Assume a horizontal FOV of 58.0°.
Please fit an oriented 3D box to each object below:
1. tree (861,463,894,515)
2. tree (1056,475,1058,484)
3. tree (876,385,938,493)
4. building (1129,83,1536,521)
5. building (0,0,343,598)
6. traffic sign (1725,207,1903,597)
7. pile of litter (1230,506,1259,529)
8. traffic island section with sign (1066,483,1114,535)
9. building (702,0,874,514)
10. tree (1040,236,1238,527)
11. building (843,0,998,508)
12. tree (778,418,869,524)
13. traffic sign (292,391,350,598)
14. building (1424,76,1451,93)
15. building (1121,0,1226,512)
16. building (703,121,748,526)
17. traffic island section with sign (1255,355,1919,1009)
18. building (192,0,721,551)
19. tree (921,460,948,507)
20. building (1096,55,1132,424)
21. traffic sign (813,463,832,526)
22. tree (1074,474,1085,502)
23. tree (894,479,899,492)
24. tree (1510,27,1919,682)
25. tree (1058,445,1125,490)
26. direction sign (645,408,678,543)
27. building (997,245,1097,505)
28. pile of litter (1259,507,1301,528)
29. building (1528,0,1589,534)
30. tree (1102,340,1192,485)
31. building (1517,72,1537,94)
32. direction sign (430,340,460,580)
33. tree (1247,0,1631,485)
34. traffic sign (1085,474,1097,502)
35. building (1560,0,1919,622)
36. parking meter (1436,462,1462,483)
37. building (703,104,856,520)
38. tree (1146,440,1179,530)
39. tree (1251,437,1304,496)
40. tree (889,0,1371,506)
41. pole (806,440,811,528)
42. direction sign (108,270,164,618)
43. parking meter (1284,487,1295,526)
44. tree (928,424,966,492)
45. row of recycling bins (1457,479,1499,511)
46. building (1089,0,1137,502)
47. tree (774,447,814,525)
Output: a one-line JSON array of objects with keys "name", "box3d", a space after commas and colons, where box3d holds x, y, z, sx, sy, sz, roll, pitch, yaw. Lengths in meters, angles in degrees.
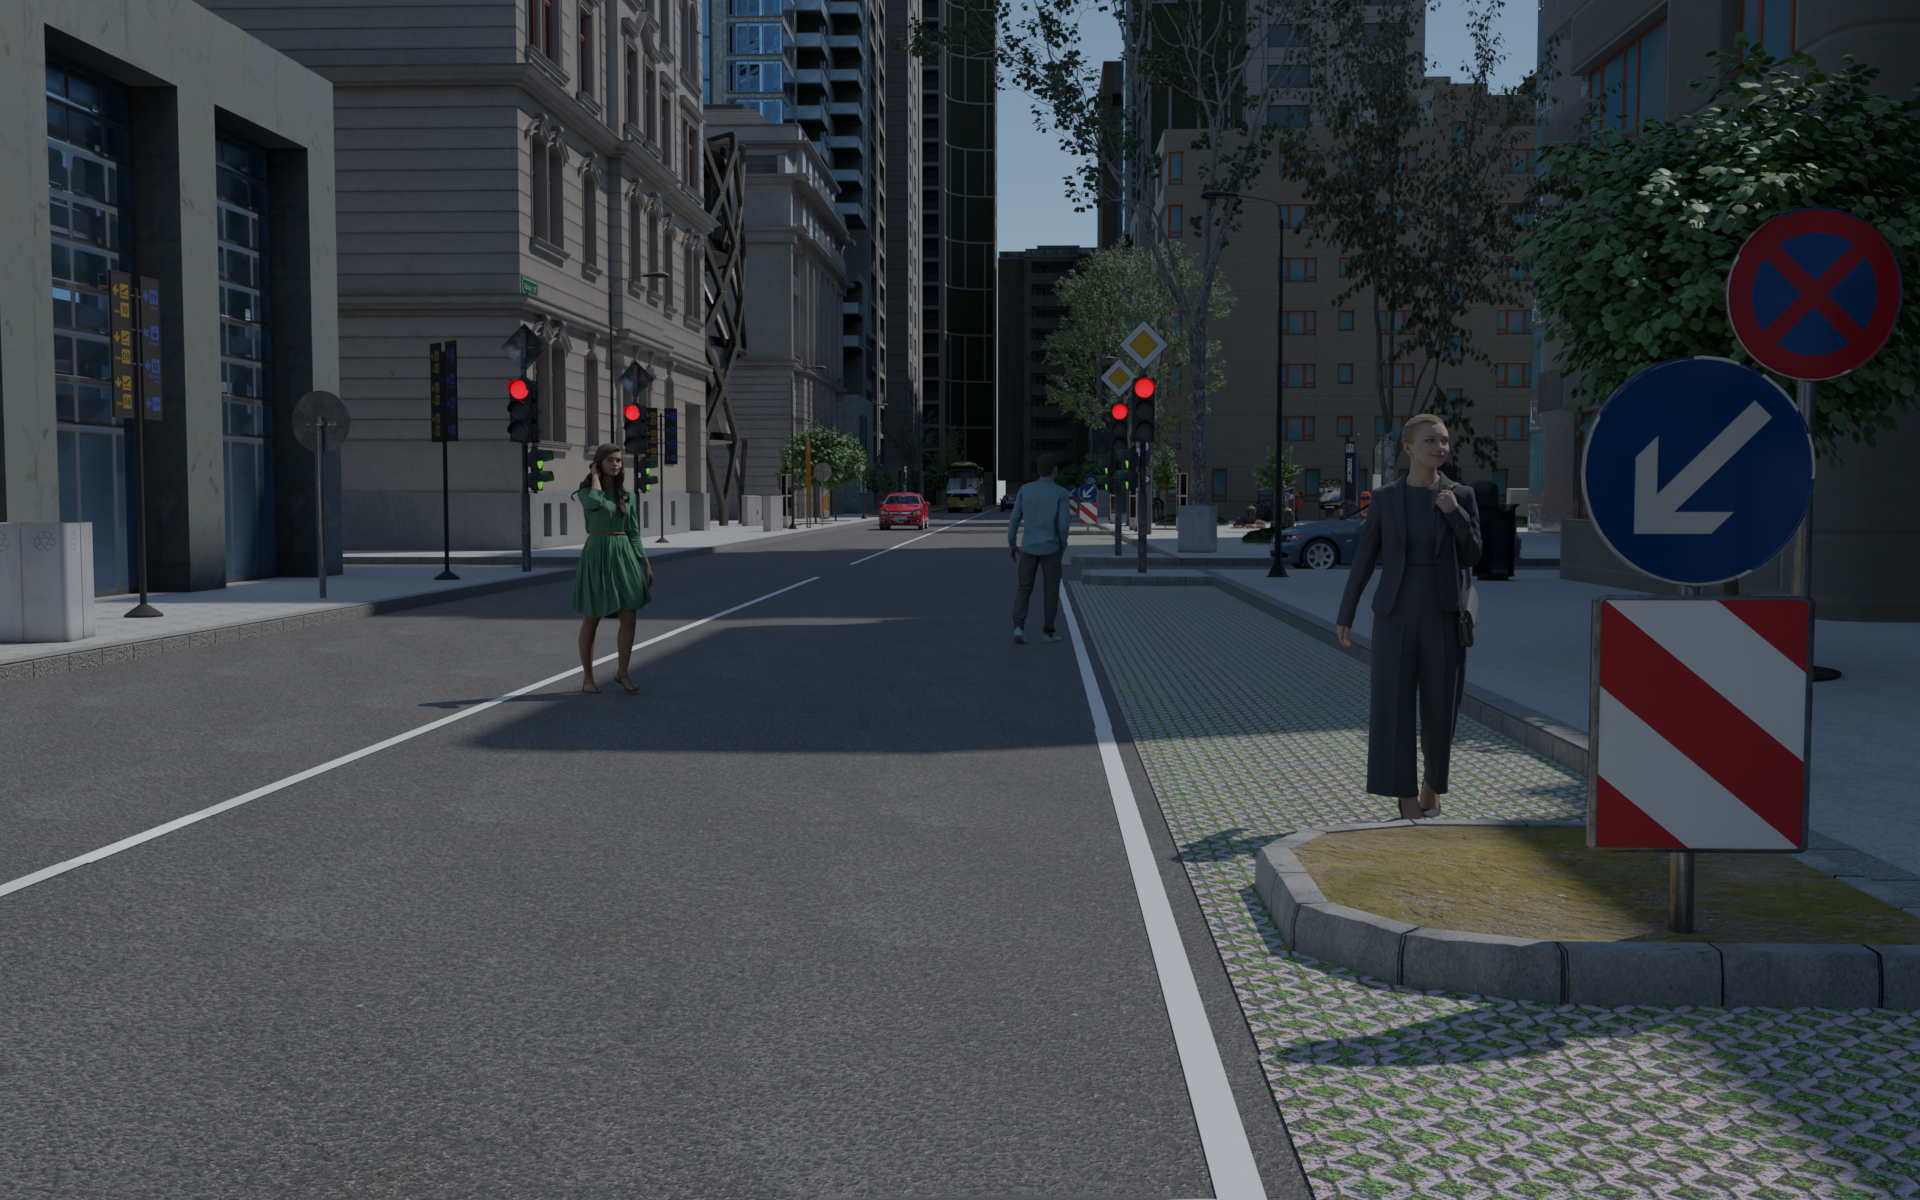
[{"name": "tree", "box3d": [-5.336, -6.854, 106.660, 1.663, 3.219, 1.824, 0, 3, 0]}, {"name": "tree", "box3d": [11.753, -12.091, 181.403, 4.285, 4.588, 4.351, 0, 3, 0]}, {"name": "tree", "box3d": [-3.567, -10.235, 117.705, 4.360, 8.622, 3.978, 0, 3, 0]}, {"name": "building", "box3d": [24.077, -15.360, 96.174, 27.650, 21.520, 28.899, 0, 4, 2]}, {"name": "building", "box3d": [-25.776, -42.923, 14.460, 31.000, 86.520, 22.319, 0, 4, 2]}, {"name": "traffic sign", "box3d": [3.800, -0.471, 7.800, 0.768, 2.556, 0.104, 0, 4, 3]}, {"name": "pile of litter", "box3d": [10.926, -3.098, 64.614, 1.719, 0.858, 1.176, 1, 4, 10]}, {"name": "traffic island section with sign", "box3d": [4.369, -3.191, 60.793, 1.989, 1.847, 2.006, 0, 4, 2]}, {"name": "building", "box3d": [-17.077, -49.735, 125.845, 22.319, 86.520, 31.000, 0, 4, 2]}, {"name": "tree", "box3d": [6.915, -8.745, 68.734, 9.928, 11.665, 9.643, 0, 3, 0]}, {"name": "building", "box3d": [-5.994, -46.951, 205.900, 20.611, 71.187, 20.563, 0, 4, 2]}, {"name": "tree", "box3d": [-6.142, -5.559, 74.605, 4.285, 4.588, 4.351, 0, 3, 0]}, {"name": "traffic sign", "box3d": [-7.877, -1.299, 21.342, 0.768, 2.556, 0.104, 1, 4, 9]}, {"name": "building", "box3d": [43.355, -29.072, 167.208, 23.993, 40.220, 32.217, 0, 4, 2]}, {"name": "building", "box3d": [21.619, -42.140, 127.244, 20.563, 71.187, 20.611, 0, 4, 2]}, {"name": "building", "box3d": [-17.405, -12.419, 70.500, 16.820, 18.784, 16.811, 0, 4, 2]}, {"name": "traffic island section with sign", "box3d": [2.044, 0.176, 5.757, 1.989, 1.847, 2.006, 0, 4, 2]}, {"name": "building", "box3d": [-15.543, -16.045, 49.729, 14.401, 28.519, 23.554, 0, 4, 2]}, {"name": "tree", "box3d": [-2.075, -11.244, 167.547, 4.285, 4.588, 4.351, 0, 3, 0]}, {"name": "building", "box3d": [21.128, -32.190, 176.413, 14.600, 45.320, 14.200, 0, 4, 2]}, {"name": "traffic sign", "box3d": [-5.586, -4.292, 70.275, 0.768, 2.556, 0.104, 1, 4, 10]}, {"name": "tree", "box3d": [10.334, -9.308, 146.780, 1.663, 3.219, 1.824, 0, 3, 0]}, {"name": "tree", "box3d": [-4.707, -7.257, 113.253, 1.663, 3.219, 1.824, 0, 3, 0]}, {"name": "tree", "box3d": [5.621, -1.753, 12.380, 4.285, 4.588, 4.351, 0, 3, 0]}, {"name": "tree", "box3d": [9.663, -8.134, 116.703, 4.285, 4.588, 4.351, 0, 3, 0]}, {"name": "direction sign", "box3d": [-7.850, -3.275, 45.551, 0.876, 3.537, 0.379, -2, 4, -26]}, {"name": "building", "box3d": [11.380, -26.439, 203.985, 14.107, 30.474, 14.160, 0, 4, 2]}, {"name": "pile of litter", "box3d": [10.797, -2.600, 56.474, 1.719, 0.858, 1.176, 0, 4, -1]}, {"name": "building", "box3d": [31.638, -26.145, 47.078, 30.456, 49.044, 23.786, 0, 4, 2]}, {"name": "tree", "box3d": [8.626, -7.882, 79.231, 4.737, 8.622, 4.395, 0, 3, 0]}, {"name": "building", "box3d": [70.348, -31.566, 170.722, 28.867, 44.769, 22.147, 0, 4, 2]}, {"name": "direction sign", "box3d": [-7.695, -2.073, 25.886, 0.379, 3.537, 0.876, -3, 5, -40]}, {"name": "tree", "box3d": [5.501, -4.328, 21.130, 4.360, 8.622, 3.978, 0, 3, 0]}, {"name": "traffic sign", "box3d": [8.345, -6.743, 110.359, 0.768, 2.556, 0.104, 1, 4, 9]}, {"name": "building", "box3d": [22.301, -10.128, 10.632, 27.650, 21.520, 28.899, 0, 4, 2]}, {"name": "parking meter", "box3d": [8.097, -1.419, 28.919, 0.399, 1.863, 0.255, 2, 4, 32]}, {"name": "building", "box3d": [-13.596, -15.562, 96.247, 13.314, 21.916, 24.055, 0, 4, 2]}, {"name": "tree", "box3d": [7.456, -4.145, 62.372, 1.663, 3.219, 1.824, 0, 3, 0]}, {"name": "tree", "box3d": [10.693, -3.941, 59.044, 1.663, 3.219, 1.824, 0, 3, 0]}, {"name": "tree", "box3d": [5.058, -11.568, 45.027, 12.611, 20.169, 13.585, 0, 3, 0]}, {"name": "pole", "box3d": [-5.706, -4.361, 65.148, 0.158, 3.312, 0.155, 0, 3, 0]}, {"name": "direction sign", "box3d": [-8.530, -1.590, 17.994, 0.379, 3.537, 0.876, 0, 4, 6]}, {"name": "parking meter", "box3d": [11.702, -3.249, 61.527, 0.372, 1.533, 0.369, 0, 3, 0]}, {"name": "tree", "box3d": [-1.260, -14.094, 180.797, 4.737, 8.622, 4.395, 0, 3, 0]}, {"name": "row of recycling bins", "box3d": [13.543, -2.547, 48.763, 3.534, 1.692, 1.069, -1, 4, -20]}, {"name": "building", "box3d": [23.187, -51.365, 152.490, 22.319, 86.520, 31.000, 0, 4, 2]}, {"name": "tree", "box3d": [-7.032, -4.671, 70.975, 1.663, 3.219, 1.824, 0, 3, 0]}]
